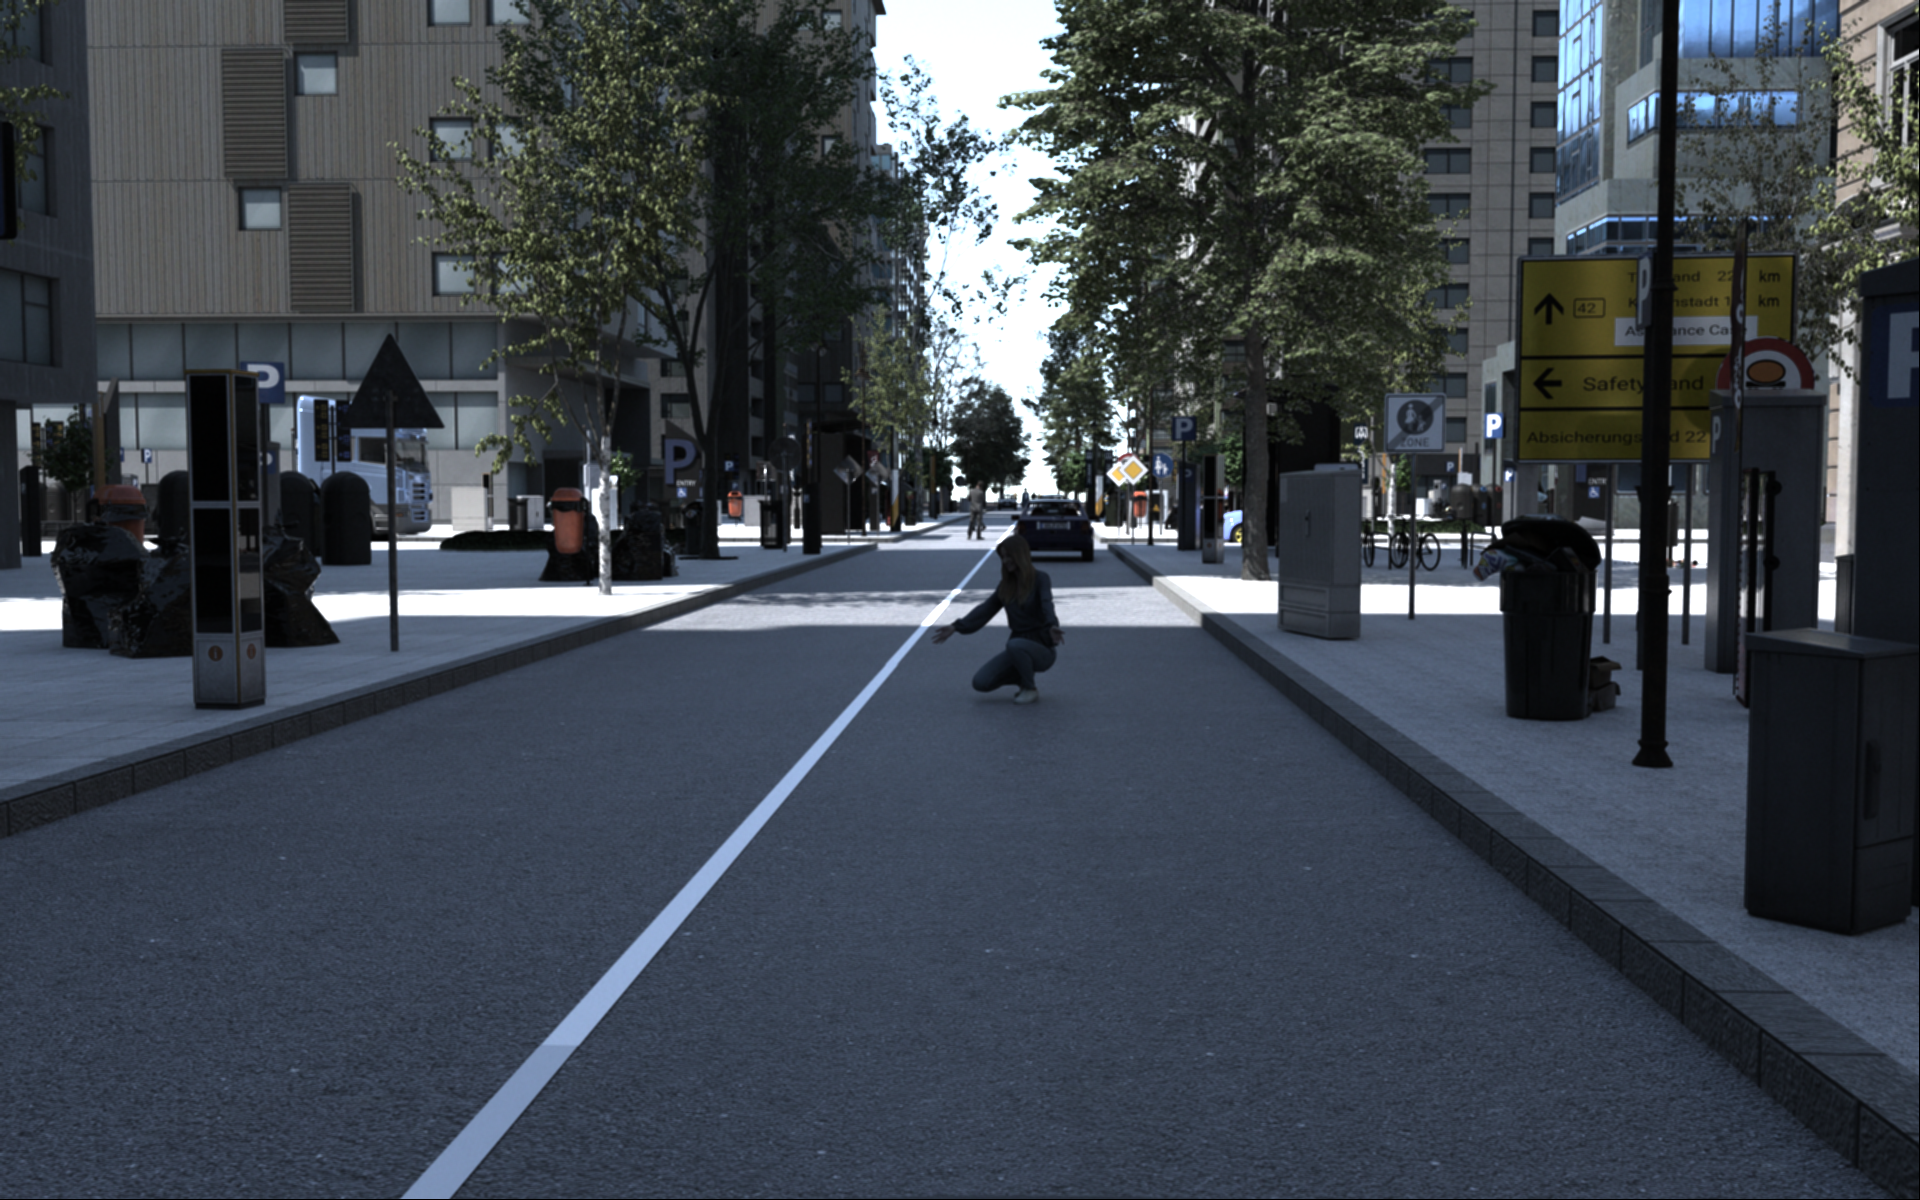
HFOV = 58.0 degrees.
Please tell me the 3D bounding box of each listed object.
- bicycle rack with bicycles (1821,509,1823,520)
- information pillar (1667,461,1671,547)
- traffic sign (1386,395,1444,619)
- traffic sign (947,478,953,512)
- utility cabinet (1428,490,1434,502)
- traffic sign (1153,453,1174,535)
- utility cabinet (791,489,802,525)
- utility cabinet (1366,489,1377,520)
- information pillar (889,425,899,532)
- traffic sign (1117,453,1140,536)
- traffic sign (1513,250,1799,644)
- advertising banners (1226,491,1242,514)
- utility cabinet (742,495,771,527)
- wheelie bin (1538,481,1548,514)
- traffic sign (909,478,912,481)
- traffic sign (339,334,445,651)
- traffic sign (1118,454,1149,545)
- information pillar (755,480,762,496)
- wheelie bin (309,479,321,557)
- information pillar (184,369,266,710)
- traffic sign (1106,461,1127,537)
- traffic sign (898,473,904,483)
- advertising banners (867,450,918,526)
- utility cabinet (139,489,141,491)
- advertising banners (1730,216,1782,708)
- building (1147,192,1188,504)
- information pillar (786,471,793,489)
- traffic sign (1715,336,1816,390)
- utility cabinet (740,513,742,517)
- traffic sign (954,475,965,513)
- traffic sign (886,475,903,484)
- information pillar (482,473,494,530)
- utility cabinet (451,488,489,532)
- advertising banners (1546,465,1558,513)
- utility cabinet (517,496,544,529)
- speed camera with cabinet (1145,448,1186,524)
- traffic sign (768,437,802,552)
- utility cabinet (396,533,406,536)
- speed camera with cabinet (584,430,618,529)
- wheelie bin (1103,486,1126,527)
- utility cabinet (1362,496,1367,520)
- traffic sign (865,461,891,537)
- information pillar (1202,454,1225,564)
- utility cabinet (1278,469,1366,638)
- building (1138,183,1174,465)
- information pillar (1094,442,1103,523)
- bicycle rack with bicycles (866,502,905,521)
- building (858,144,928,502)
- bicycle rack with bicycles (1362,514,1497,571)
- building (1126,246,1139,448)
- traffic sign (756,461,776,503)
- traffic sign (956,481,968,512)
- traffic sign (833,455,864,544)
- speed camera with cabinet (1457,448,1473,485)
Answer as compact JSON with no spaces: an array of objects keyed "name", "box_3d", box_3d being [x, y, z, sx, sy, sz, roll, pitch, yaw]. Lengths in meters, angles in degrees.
[{"name":"bicycle rack with bicycles","box_3d":[29.987,-2.848,59.955,2.925,0.926,2.852,-2,4,-34]},{"name":"information pillar","box_3d":[17.176,-3.106,42.143,0.183,3.616,0.504,3,5,41]},{"name":"traffic sign","box_3d":[4.623,-0.950,17.666,0.606,2.300,0.079,0,4,7]},{"name":"traffic sign","box_3d":[-0.857,-7.502,122.762,0.768,2.556,0.104,0,4,5]},{"name":"utility cabinet","box_3d":[28.332,-5.779,103.163,0.318,1.500,1.173,-1,4,-16]},{"name":"traffic sign","box_3d":[6.264,-3.291,53.920,0.768,2.556,0.104,1,4,8]},{"name":"utility cabinet","box_3d":[-6.906,-3.849,71.614,1.173,1.500,0.318,0,4,7]},{"name":"utility cabinet","box_3d":[18.515,-4.330,79.472,1.173,1.500,0.318,1,4,8]},{"name":"information pillar","box_3d":[-2.216,-4.119,58.699,0.183,3.616,0.504,1,4,20]},{"name":"traffic sign","box_3d":[5.194,-3.257,53.355,0.768,2.556,0.104,0,4,6]},{"name":"traffic sign","box_3d":[5.873,-1.275,14.722,2.265,3.308,0.079,1,4,9]},{"name":"advertising banners","box_3d":[15.158,-6.145,96.652,0.090,3.025,2.074,-1,4,-22]},{"name":"utility cabinet","box_3d":[-7.914,-3.456,67.667,1.020,1.237,0.306,0,4,-5]},{"name":"wheelie bin","box_3d":[13.478,-2.026,41.035,0.693,1.594,0.980,-2,4,-35]},{"name":"traffic sign","box_3d":[-2.781,-6.476,105.991,0.768,2.556,0.104,1,4,9]},{"name":"traffic sign","box_3d":[-4.618,-0.861,14.076,0.884,2.594,0.081,0,4,6]},{"name":"traffic sign","box_3d":[4.391,-2.465,43.940,0.795,2.450,0.064,0,4,3]},{"name":"information pillar","box_3d":[-10.369,-5.179,89.175,0.304,2.012,0.304,-1,4,-9]},{"name":"wheelie bin","box_3d":[-13.361,-1.691,35.549,0.693,1.594,0.980,-3,4,-38]},{"name":"information pillar","box_3d":[-4.400,-0.360,10.386,0.304,2.012,0.304,1,4,8]},{"name":"traffic sign","box_3d":[4.764,-2.953,51.917,0.795,2.450,0.064,0,4,3]},{"name":"traffic sign","box_3d":[-3.429,-5.713,93.410,0.884,2.594,0.081,1,4,9]},{"name":"advertising banners","box_3d":[-2.707,-4.479,69.414,2.074,3.025,0.090,-1,4,-12]},{"name":"utility cabinet","box_3d":[-32.861,-3.720,69.501,0.318,1.500,1.173,1,4,22]},{"name":"advertising banners","box_3d":[4.783,-0.873,10.468,0.090,3.025,2.074,1,4,18]},{"name":"building","box_3d":[32.254,-33.664,234.002,14.154,41.232,14.086,0,4,3]},{"name":"information pillar","box_3d":[-8.530,-5.838,86.798,0.183,3.616,0.504,-3,4,-38]},{"name":"traffic sign","box_3d":[6.511,-0.855,14.087,0.768,2.556,0.104,0,4,8]},{"name":"utility cabinet","box_3d":[-12.545,-5.255,97.085,1.020,1.237,0.306,2,4,31]},{"name":"traffic sign","box_3d":[-0.017,-7.216,118.085,0.768,2.556,0.104,1,4,12]},{"name":"traffic sign","box_3d":[-3.339,-5.381,87.983,0.884,2.594,0.081,0,4,6]},{"name":"information pillar","box_3d":[-16.742,-3.482,61.415,0.304,2.012,0.304,0,4,1]},{"name":"utility cabinet","box_3d":[-16.541,-3.046,58.480,1.173,1.500,0.318,0,4,8]},{"name":"advertising banners","box_3d":[17.581,-3.377,51.400,0.090,3.025,2.074,2,4,27]},{"name":"utility cabinet","box_3d":[-15.518,-3.147,62.622,0.306,1.237,1.020,2,4,35]},{"name":"speed camera with cabinet","box_3d":[9.022,-4.920,74.771,2.038,3.252,0.660,0,4,4]},{"name":"traffic sign","box_3d":[-3.887,-2.343,38.413,0.768,2.556,0.104,1,4,9]},{"name":"utility cabinet","box_3d":[-17.350,-2.692,52.687,1.173,1.500,0.318,2,4,35]},{"name":"speed camera with cabinet","box_3d":[-11.065,-3.607,53.313,0.660,3.252,2.038,-2,4,-25]},{"name":"wheelie bin","box_3d":[6.080,-3.664,67.818,0.693,1.594,0.980,3,5,40]},{"name":"utility cabinet","box_3d":[13.489,-2.971,59.744,1.020,1.237,0.306,0,4,-8]},{"name":"traffic sign","box_3d":[-2.471,-2.974,52.274,0.795,2.450,0.064,0,4,3]},{"name":"information pillar","box_3d":[4.691,-1.685,32.049,0.304,2.012,0.304,3,4,38]},{"name":"utility cabinet","box_3d":[3.240,-0.430,15.702,0.318,1.500,1.173,-1,4,-12]},{"name":"building","box_3d":[32.903,-36.577,248.141,14.600,45.320,14.200,0,4,3]},{"name":"information pillar","box_3d":[6.278,-5.307,78.121,0.183,3.616,0.504,3,4,36]},{"name":"bicycle rack with bicycles","box_3d":[-3.996,-4.256,82.969,2.852,0.926,2.925,-3,5,-42]},{"name":"building","box_3d":[-17.682,-37.830,238.120,23.786,49.044,30.456,0,4,3]},{"name":"bicycle rack with bicycles","box_3d":[8.099,-1.021,30.075,2.852,0.926,2.925,0,4,5]},{"name":"building","box_3d":[37.370,-37.626,269.805,22.147,44.769,28.867,0,4,3]},{"name":"traffic sign","box_3d":[-6.081,-3.191,54.303,0.606,2.300,0.079,0,4,3]},{"name":"traffic sign","box_3d":[0.151,-7.403,121.037,0.884,2.594,0.081,1,4,9]},{"name":"traffic sign","box_3d":[-2.844,-2.487,44.298,0.795,2.450,0.064,0,4,3]},{"name":"speed camera with cabinet","box_3d":[21.321,-4.811,72.994,0.660,3.252,2.038,1,4,15]}]
